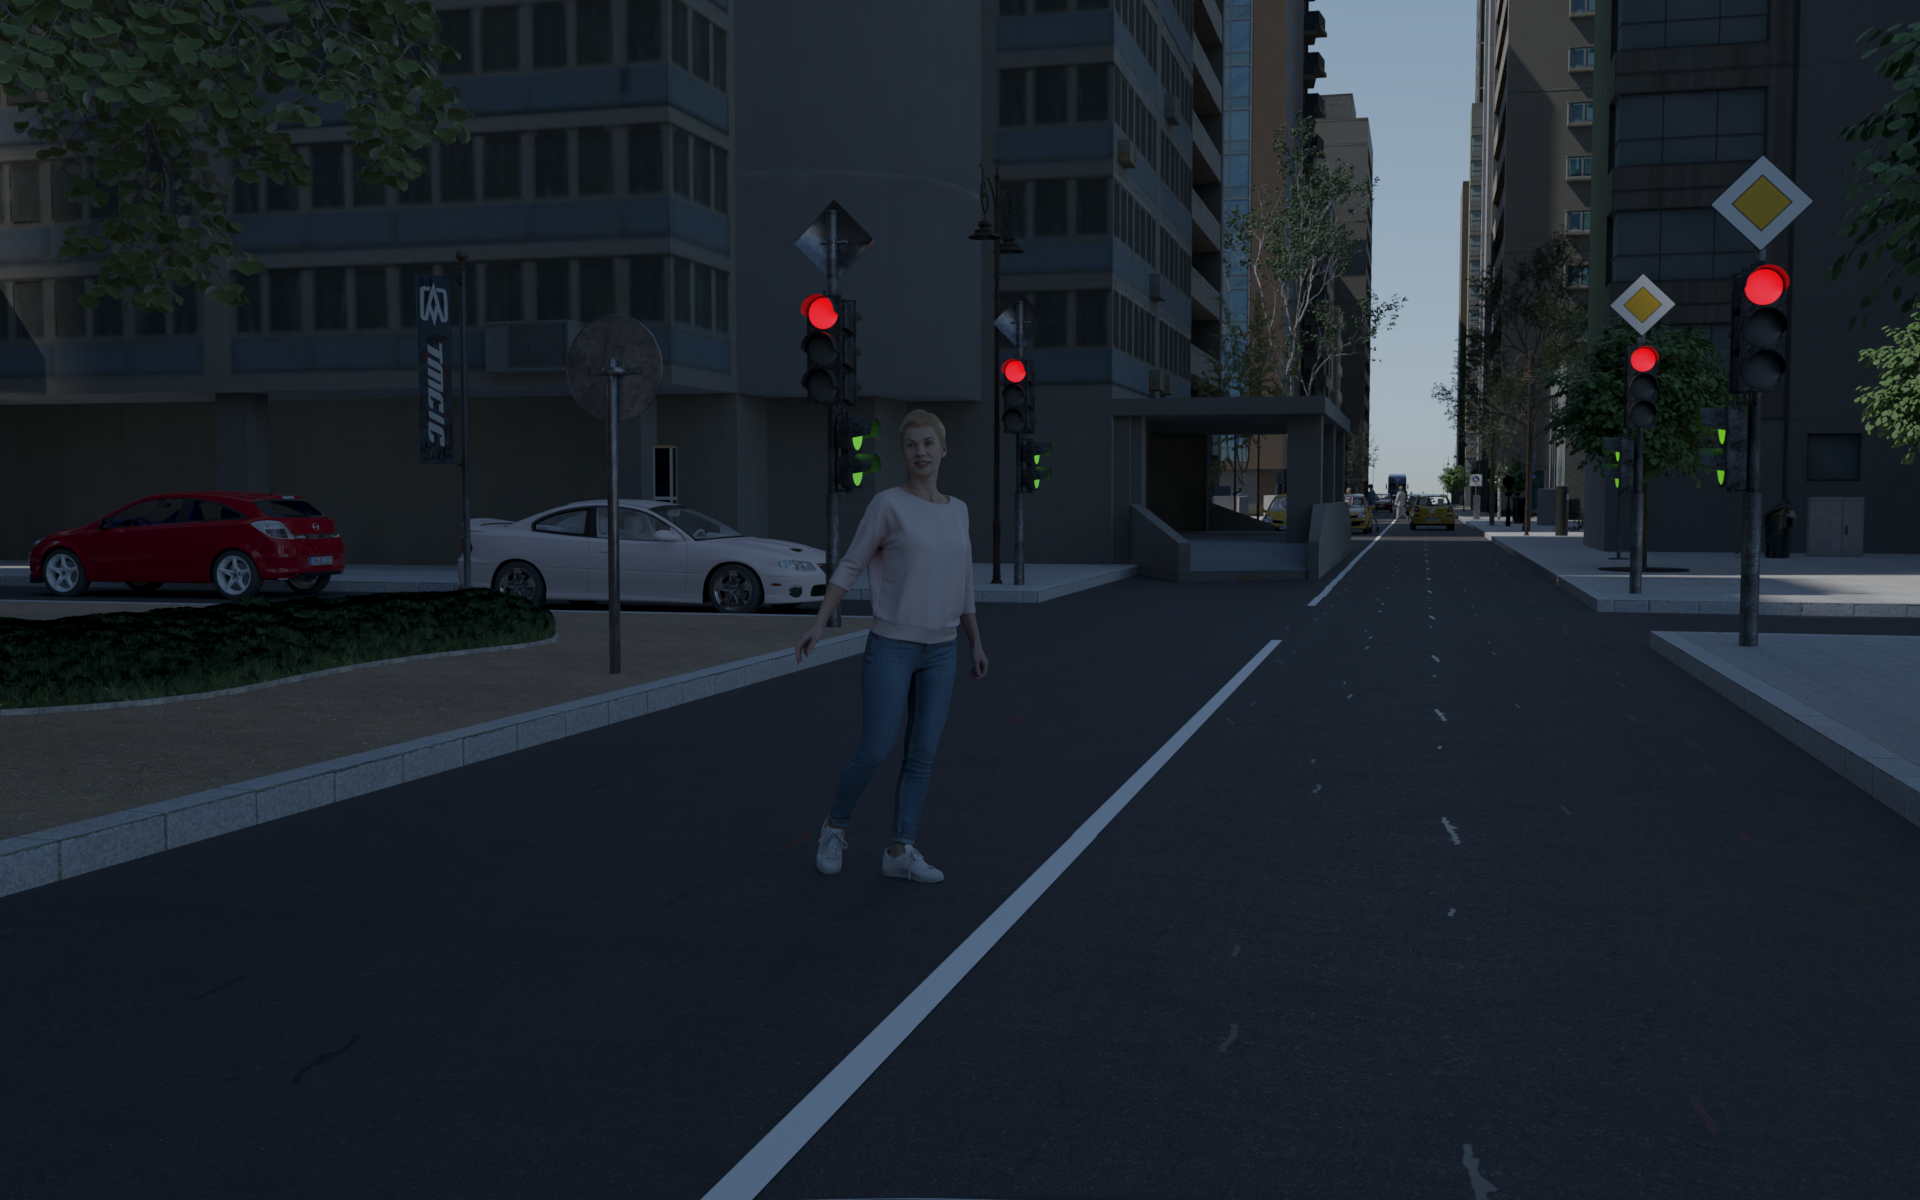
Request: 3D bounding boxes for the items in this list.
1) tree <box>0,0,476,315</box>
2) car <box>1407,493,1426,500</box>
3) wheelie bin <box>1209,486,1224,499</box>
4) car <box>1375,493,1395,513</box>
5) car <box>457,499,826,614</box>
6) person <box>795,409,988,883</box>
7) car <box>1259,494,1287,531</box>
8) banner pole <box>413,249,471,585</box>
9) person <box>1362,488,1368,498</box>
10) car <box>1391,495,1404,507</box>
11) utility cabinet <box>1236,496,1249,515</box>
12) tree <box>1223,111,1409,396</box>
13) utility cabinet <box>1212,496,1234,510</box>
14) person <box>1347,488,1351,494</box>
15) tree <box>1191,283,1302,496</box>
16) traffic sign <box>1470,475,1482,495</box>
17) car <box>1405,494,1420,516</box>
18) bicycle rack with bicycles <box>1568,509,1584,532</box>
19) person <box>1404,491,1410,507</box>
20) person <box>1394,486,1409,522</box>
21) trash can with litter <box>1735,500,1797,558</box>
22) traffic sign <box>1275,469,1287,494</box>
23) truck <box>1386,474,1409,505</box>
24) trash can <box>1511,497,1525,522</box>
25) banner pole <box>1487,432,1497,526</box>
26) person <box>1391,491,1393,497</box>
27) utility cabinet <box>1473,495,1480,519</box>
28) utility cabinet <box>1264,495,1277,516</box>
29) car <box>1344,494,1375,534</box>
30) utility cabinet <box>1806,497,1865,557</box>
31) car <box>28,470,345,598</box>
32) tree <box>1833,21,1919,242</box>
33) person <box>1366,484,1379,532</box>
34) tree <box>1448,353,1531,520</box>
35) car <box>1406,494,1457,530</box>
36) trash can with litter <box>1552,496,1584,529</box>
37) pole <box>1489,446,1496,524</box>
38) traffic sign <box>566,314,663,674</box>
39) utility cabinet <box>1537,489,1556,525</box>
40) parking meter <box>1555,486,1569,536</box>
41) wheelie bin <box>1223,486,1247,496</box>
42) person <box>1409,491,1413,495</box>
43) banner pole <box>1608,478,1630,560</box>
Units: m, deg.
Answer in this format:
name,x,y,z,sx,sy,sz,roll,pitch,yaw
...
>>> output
name,x,y,z,sx,sy,sz,roll,pitch,yaw
tree,-5.097,-5.415,6.662,7.486,12.596,7.792,0,3,0
car,36.314,-7.779,136.776,1.945,1.707,3.694,1,4,13
wheelie bin,14.349,-5.401,96.220,0.980,1.594,0.693,-2,4,-34
car,32.578,-7.645,134.029,2.155,1.783,4.494,1,4,14
car,-3.814,-0.551,21.378,4.827,1.381,2.083,1,4,15
person,-0.322,0.167,6.447,0.598,1.740,0.731,3,5,44
car,10.102,-2.574,52.305,2.015,1.641,3.980,1,4,16
banner pole,-5.202,-1.687,17.604,0.401,3.779,0.863,2,4,29
person,28.977,-7.037,123.521,1.348,1.831,0.705,-1,4,-17
car,49.978,-11.336,197.921,1.945,1.354,3.894,1,4,15
utility cabinet,8.955,-2.677,54.936,0.306,1.237,1.020,0,4,5
tree,16.322,-14.243,88.762,12.611,20.169,13.585,0,3,0
utility cabinet,8.995,-2.873,58.135,1.020,1.237,0.306,0,4,1
person,19.736,-4.814,87.886,0.598,1.740,0.731,-3,5,-41
tree,10.051,-6.793,61.427,4.737,8.622,4.395,0,3,0
traffic sign,26.906,-5.395,90.340,0.606,2.300,0.079,2,4,24
car,30.288,-6.355,114.130,2.015,1.641,3.980,1,4,16
bicycle rack with bicycles,22.199,-2.813,59.370,2.925,0.926,2.852,2,4,34
person,48.219,-10.902,187.454,1.217,1.736,0.721,-1,4,-9
person,22.659,-4.922,88.855,0.818,1.842,0.514,3,4,36
trash can with litter,16.159,-1.428,34.737,1.055,1.170,0.624,1,4,15
traffic sign,13.258,-4.227,71.237,0.606,2.300,0.079,1,4,19
truck,60.305,-15.227,238.725,2.967,4.110,18.799,1,4,14
trash can,25.414,-4.100,78.687,0.748,1.137,0.748,0,3,0
banner pole,21.646,-4.909,70.287,0.401,3.779,0.863,1,4,23
person,50.335,-11.796,202.072,0.721,1.735,1.217,0,4,-3
utility cabinet,26.377,-4.724,88.404,0.306,1.237,1.020,1,4,20
utility cabinet,16.063,-4.784,89.377,0.306,1.237,1.020,-2,4,-24
car,14.209,-3.260,63.530,2.015,1.641,3.980,1,4,16
utility cabinet,17.847,-1.478,35.319,1.020,1.237,0.306,1,4,20
car,-11.012,-0.950,24.575,4.494,1.783,2.155,1,4,14
tree,5.737,-1.469,7.724,4.285,4.588,4.351,0,3,0
person,15.670,-3.509,65.901,0.581,1.822,0.654,-2,4,-27
tree,26.644,-8.297,86.024,4.360,8.622,3.978,0,3,0
car,19.060,-3.654,69.971,2.015,1.641,3.980,1,4,13
trash can with litter,22.836,-3.201,63.388,2.233,1.210,1.678,1,4,18
pole,22.562,-4.865,73.382,0.158,3.312,0.155,0,3,0
traffic sign,-2.469,-0.747,12.320,0.768,2.556,0.104,1,4,18
utility cabinet,23.942,-3.748,69.957,1.173,1.500,0.318,2,4,34
parking meter,18.454,-2.732,53.087,0.372,1.533,0.369,0,3,0
wheelie bin,13.567,-4.680,84.418,0.693,1.594,0.980,-3,5,-43
person,58.312,-13.165,223.765,1.348,1.821,0.705,2,4,27
banner pole,12.940,-2.698,34.134,0.401,3.779,0.863,0,4,1
